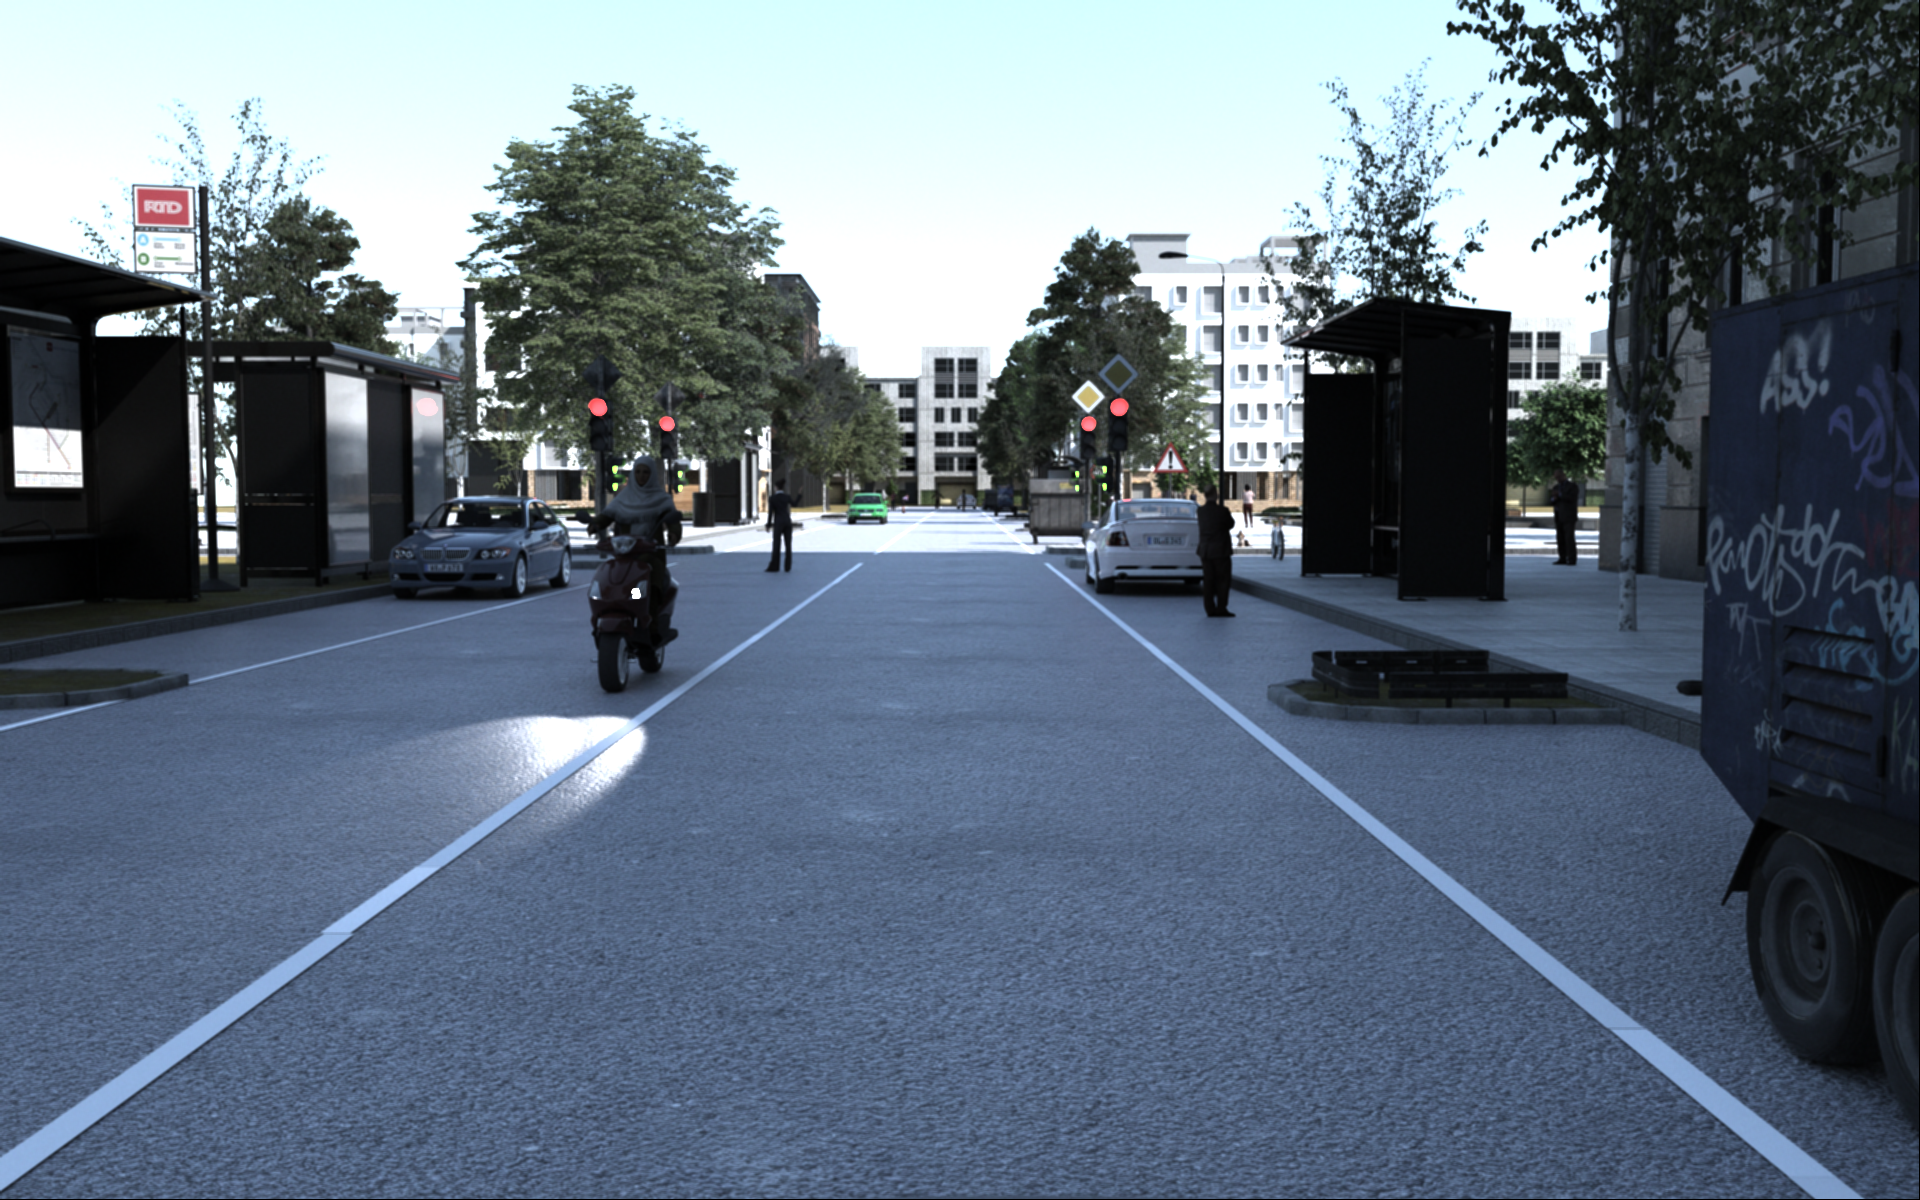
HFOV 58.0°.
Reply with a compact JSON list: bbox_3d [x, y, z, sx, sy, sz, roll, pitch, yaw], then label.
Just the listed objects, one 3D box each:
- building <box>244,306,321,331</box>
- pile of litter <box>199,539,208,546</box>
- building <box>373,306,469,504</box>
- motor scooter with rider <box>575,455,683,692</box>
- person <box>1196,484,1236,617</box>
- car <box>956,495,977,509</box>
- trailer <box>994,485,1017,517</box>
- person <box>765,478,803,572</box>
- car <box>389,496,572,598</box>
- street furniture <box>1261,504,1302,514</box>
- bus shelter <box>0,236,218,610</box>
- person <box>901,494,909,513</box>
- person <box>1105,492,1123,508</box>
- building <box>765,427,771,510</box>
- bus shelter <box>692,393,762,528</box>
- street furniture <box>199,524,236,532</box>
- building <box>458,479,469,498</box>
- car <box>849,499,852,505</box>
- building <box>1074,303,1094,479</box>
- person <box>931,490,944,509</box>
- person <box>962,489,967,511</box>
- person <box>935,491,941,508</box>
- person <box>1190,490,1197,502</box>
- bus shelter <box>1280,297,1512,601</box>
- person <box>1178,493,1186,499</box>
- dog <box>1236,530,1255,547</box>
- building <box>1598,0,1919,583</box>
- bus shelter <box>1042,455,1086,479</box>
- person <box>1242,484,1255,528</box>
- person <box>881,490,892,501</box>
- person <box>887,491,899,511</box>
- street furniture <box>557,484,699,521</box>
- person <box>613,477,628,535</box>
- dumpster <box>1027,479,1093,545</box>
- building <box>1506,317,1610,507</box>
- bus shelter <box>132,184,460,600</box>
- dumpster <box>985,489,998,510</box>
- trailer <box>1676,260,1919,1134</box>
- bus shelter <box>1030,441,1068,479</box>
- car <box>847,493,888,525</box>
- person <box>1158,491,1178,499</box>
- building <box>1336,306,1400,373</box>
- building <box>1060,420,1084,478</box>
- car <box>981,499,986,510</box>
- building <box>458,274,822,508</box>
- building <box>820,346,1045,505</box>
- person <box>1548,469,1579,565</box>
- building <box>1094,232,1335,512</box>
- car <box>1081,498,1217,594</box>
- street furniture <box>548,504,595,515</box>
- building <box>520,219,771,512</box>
[{"bbox_3d":[-65.696,-19.804,180.212,11.380,20.091,16.016,0,3,0],"label":"building"},{"bbox_3d":[-19.448,-1.750,42.572,1.719,0.858,1.176,-1,4,-22],"label":"pile of litter"},{"bbox_3d":[-53.588,-19.842,180.841,11.380,20.091,16.016,0,3,0],"label":"building"},{"bbox_3d":[-2.530,-0.267,13.327,0.876,1.779,1.986,0,4,1],"label":"motor scooter with rider"},{"bbox_3d":[2.979,-0.581,20.263,0.482,1.546,0.388,3,5,44],"label":"person"},{"bbox_3d":[0.636,-9.565,168.755,2.083,1.381,4.827,0,4,0],"label":"car"},{"bbox_3d":[2.921,-6.386,111.467,1.471,1.999,3.904,0,4,0],"label":"trailer"},{"bbox_3d":[-3.249,-1.391,32.053,0.445,1.727,0.742,2,4,34],"label":"person"},{"bbox_3d":[-6.901,-0.815,25.332,2.014,1.417,4.499,0,3,0],"label":"car"},{"bbox_3d":[24.646,-5.976,113.335,10.072,0.657,5.734,-2,4,-24],"label":"street furniture"},{"bbox_3d":[-9.593,-1.601,17.460,1.731,3.624,6.357,0,4,0],"label":"bus shelter"},{"bbox_3d":[-4.109,-7.164,128.856,0.697,1.427,0.421,-3,5,-41],"label":"person"},{"bbox_3d":[6.338,-3.769,70.854,0.799,1.438,0.628,-3,5,-44],"label":"person"},{"bbox_3d":[-20.088,-12.309,143.407,9.099,9.664,28.070,0,3,0],"label":"building"},{"bbox_3d":[-9.624,-5.679,70.482,2.179,5.291,8.768,0,3,0],"label":"bus shelter"},{"bbox_3d":[-35.975,-3.387,60.400,27.439,1.986,14.083,0,4,-7],"label":"street furniture"},{"bbox_3d":[-68.002,-16.379,209.948,28.070,9.664,9.099,0,3,0],"label":"building"},{"bbox_3d":[-6.939,-6.956,125.528,2.131,1.459,4.920,0,4,0],"label":"car"},{"bbox_3d":[18.038,-17.520,142.875,16.016,20.091,11.380,0,3,0],"label":"building"},{"bbox_3d":[-2.091,-9.395,162.200,1.348,1.812,0.705,1,4,15],"label":"person"},{"bbox_3d":[0.357,-8.273,143.764,0.705,1.824,1.348,1,4,14],"label":"person"},{"bbox_3d":[-2.400,-10.535,181.466,0.721,1.735,1.217,-2,4,-35],"label":"person"},{"bbox_3d":[11.799,-4.853,87.937,0.480,1.512,0.613,-3,4,-39],"label":"person"},{"bbox_3d":[5.798,-1.989,23.800,1.731,3.624,6.357,0,4,0],"label":"bus shelter"},{"bbox_3d":[13.493,-6.033,105.206,0.750,1.759,0.617,2,4,29],"label":"person"},{"bbox_3d":[6.939,-1.484,42.003,0.748,0.427,0.550,-1,4,-20],"label":"dog"},{"bbox_3d":[16.385,-13.392,16.227,12.463,27.353,25.104,0,3,0],"label":"building"},{"bbox_3d":[5.550,-6.050,92.846,2.014,3.302,5.546,0,3,0],"label":"bus shelter"},{"bbox_3d":[10.905,-3.559,65.685,0.517,1.644,0.566,3,5,42],"label":"person"},{"bbox_3d":[-5.662,-7.318,128.876,1.217,1.736,0.721,1,4,19],"label":"person"},{"bbox_3d":[-5.801,-8.594,149.729,1.217,1.743,0.721,2,4,31],"label":"person"},{"bbox_3d":[-13.844,-4.662,83.073,11.010,1.723,9.812,-3,5,-42],"label":"street furniture"},{"bbox_3d":[-9.256,-2.498,47.576,0.565,1.739,0.600,0,4,-2],"label":"person"},{"bbox_3d":[2.847,-2.521,49.431,1.865,1.857,1.264,0,4,1],"label":"dumpster"},{"bbox_3d":[61.396,-19.247,181.153,31.486,18.905,16.747,0,3,0],"label":"building"},{"bbox_3d":[-9.623,-2.911,25.225,2.179,5.291,8.768,0,3,0],"label":"bus shelter"},{"bbox_3d":[3.066,-8.826,152.514,1.865,1.857,1.264,0,4,1],"label":"dumpster"},{"bbox_3d":[2.821,0.142,4.735,1.471,1.999,3.904,0,4,0],"label":"trailer"},{"bbox_3d":[5.666,-8.210,111.870,2.179,5.291,8.768,0,4,0],"label":"bus shelter"},{"bbox_3d":[-4.407,-4.530,82.866,1.959,1.807,4.718,0,4,0],"label":"car"},{"bbox_3d":[10.327,-4.909,86.833,0.750,1.759,0.617,-3,4,-36],"label":"person"},{"bbox_3d":[39.641,-19.813,180.358,11.380,20.091,16.016,0,3,0],"label":"building"},{"bbox_3d":[15.625,-14.248,175.104,9.099,9.664,28.070,0,3,0],"label":"building"},{"bbox_3d":[2.930,-8.839,157.103,1.945,1.354,3.894,0,4,-1],"label":"car"},{"bbox_3d":[-31.010,-20.218,174.536,32.646,21.610,27.936,0,3,0],"label":"building"},{"bbox_3d":[-4.699,-21.310,214.877,31.486,18.905,16.747,0,3,0],"label":"building"},{"bbox_3d":[10.914,-1.507,31.365,0.565,1.739,0.600,2,4,35],"label":"person"},{"bbox_3d":[18.805,-16.795,131.025,16.016,20.091,11.380,0,3,0],"label":"building"},{"bbox_3d":[2.906,-0.852,26.291,2.083,1.381,4.827,0,4,1],"label":"car"},{"bbox_3d":[-25.042,-5.531,106.057,5.734,0.657,10.072,2,4,24],"label":"street furniture"},{"bbox_3d":[-21.811,-16.323,123.294,16.016,20.091,11.380,0,3,0],"label":"building"}]
